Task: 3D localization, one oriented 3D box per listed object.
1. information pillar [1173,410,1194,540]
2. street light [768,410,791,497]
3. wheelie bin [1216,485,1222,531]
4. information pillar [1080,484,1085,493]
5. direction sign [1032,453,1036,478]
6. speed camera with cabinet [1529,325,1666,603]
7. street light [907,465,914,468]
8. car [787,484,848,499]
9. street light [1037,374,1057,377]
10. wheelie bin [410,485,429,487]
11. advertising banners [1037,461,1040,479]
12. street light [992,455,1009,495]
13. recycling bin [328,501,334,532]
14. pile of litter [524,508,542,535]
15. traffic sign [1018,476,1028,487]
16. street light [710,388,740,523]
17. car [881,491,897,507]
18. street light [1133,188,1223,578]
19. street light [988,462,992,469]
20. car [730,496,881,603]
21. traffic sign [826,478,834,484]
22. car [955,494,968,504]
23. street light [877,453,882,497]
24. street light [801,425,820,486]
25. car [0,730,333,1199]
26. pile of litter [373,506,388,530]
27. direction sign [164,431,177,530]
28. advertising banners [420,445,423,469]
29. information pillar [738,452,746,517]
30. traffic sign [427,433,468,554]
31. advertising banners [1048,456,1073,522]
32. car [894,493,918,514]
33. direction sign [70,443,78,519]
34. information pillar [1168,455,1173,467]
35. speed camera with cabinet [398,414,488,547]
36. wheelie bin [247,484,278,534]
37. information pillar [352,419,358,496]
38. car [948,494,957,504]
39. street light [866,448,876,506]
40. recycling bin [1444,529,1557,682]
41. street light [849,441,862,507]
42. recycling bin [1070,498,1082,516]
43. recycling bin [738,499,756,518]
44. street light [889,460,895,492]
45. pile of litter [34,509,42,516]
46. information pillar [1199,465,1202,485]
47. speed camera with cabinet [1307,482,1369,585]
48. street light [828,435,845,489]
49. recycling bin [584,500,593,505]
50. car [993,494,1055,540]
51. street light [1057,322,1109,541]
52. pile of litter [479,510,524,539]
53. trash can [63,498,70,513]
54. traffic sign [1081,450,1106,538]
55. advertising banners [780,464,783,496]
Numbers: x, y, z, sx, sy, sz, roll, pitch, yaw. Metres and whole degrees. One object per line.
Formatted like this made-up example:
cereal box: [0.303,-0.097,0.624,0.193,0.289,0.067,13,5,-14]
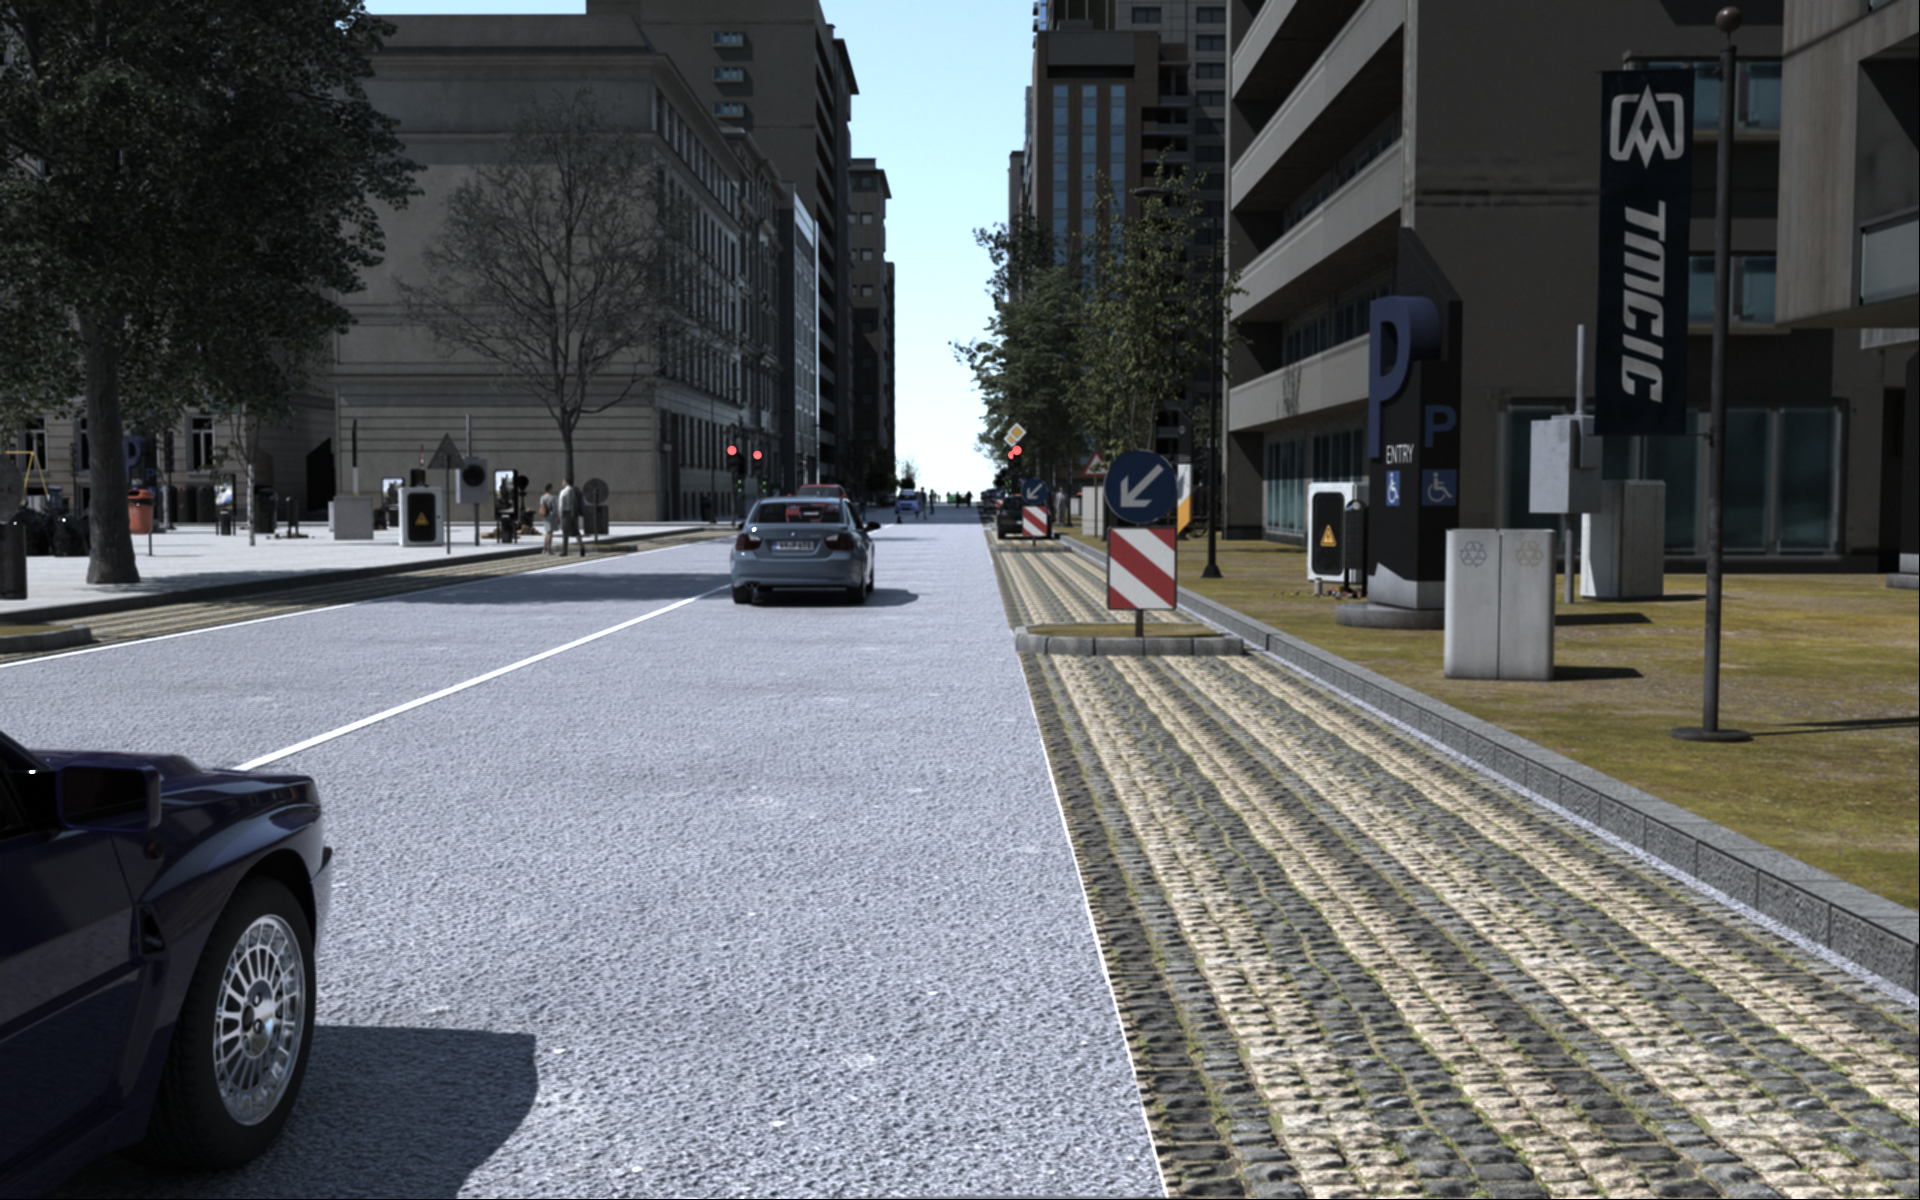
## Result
information pillar: [6.233,-3.462,47.962,0.504,3.616,0.183,3,5,45]
street light: [-10.056,-7.539,95.808,1.470,5.913,1.316,0,4,0]
wheelie bin: [9.046,-3.177,59.853,0.980,1.594,0.693,-1,4,-13]
information pillar: [9.026,-7.543,127.824,0.304,2.012,0.304,0,4,-4]
direction sign: [4.108,-6.357,95.939,0.379,3.537,0.876,1,4,14]
speed camera with cabinet: [7.712,-1.624,20.892,2.038,3.252,0.660,-3,4,-37]
street light: [-8.514,-19.799,296.254,1.470,5.913,1.316,0,4,0]
car: [-5.243,-3.423,64.634,2.281,1.827,5.304,0,4,2]
street light: [3.685,-5.778,67.008,1.470,5.913,1.316,0,4,0]
wheelie bin: [-18.320,-3.113,58.809,0.980,1.594,0.693,0,4,-2]
advertising banners: [4.433,-5.940,93.303,0.090,3.025,2.074,1,4,20]
street light: [4.833,-14.329,206.814,1.470,5.913,1.316,0,4,0]
recycling bin: [-21.074,-2.853,59.198,0.722,1.027,0.722,1,4,10]
pile of litter: [-13.730,-2.463,54.232,1.176,0.858,1.719,-3,4,-39]
traffic sign: [4.511,-7.609,124.516,0.768,2.556,0.104,0,4,4]
street light: [-10.272,-6.308,75.670,1.470,5.913,1.316,0,4,0]
car: [-7.701,-11.102,190.321,1.959,1.807,4.718,0,4,1]
street light: [3.328,-3.297,26.447,1.470,5.913,1.316,0,4,0]
street light: [5.130,-16.953,249.717,1.470,5.913,1.316,0,4,0]
car: [-2.120,-0.732,23.976,2.014,1.417,4.499,0,4,0]
traffic sign: [-10.203,-8.312,135.912,0.884,2.594,0.081,0,4,2]
car: [0.416,-12.878,220.780,2.015,1.641,3.980,0,4,0]
street light: [-9.449,-13.549,194.072,1.470,5.913,1.316,0,4,0]
street light: [-10.085,-8.790,116.259,1.470,5.913,1.316,0,4,0]
car: [-2.391,0.612,2.567,1.945,1.354,3.894,0,4,2]
pile of litter: [-20.989,-2.929,61.849,1.176,0.858,1.719,0,4,-4]
direction sign: [-28.390,-4.296,62.234,0.379,3.537,0.876,0,4,-6]
advertising banners: [-18.781,-3.957,60.887,0.090,3.025,2.074,-2,4,-25]
information pillar: [-11.968,-6.337,94.969,0.504,3.616,0.183,1,4,23]
traffic sign: [-10.911,-2.256,36.885,0.884,2.594,0.081,0,4,2]
advertising banners: [4.595,-5.056,78.854,0.090,3.025,2.074,2,4,35]
car: [-3.905,-7.199,127.291,1.945,1.707,3.694,0,4,-1]
direction sign: [-39.212,-5.181,76.703,0.379,3.537,0.876,-3,5,-43]
information pillar: [12.045,-6.564,98.676,0.183,3.616,0.504,-3,4,-39]
speed camera with cabinet: [-12.675,-2.943,42.449,2.038,3.252,0.660,-2,4,-26]
wheelie bin: [-22.623,-2.960,56.298,0.693,1.594,0.980,3,4,37]
information pillar: [-18.767,-3.818,53.787,0.183,3.616,0.504,-1,4,-12]
car: [-0.736,-14.329,243.081,1.959,1.807,4.718,0,4,-1]
street light: [-9.465,-12.291,173.504,1.470,5.913,1.316,0,4,0]
recycling bin: [3.801,0.020,12.231,0.722,1.027,0.722,1,4,15]
street light: [-9.651,-10.990,152.224,1.470,5.913,1.316,0,4,0]
recycling bin: [7.009,-5.546,103.239,0.722,1.027,0.722,3,5,39]
recycling bin: [-11.245,-4.837,91.637,0.722,1.027,0.722,-3,4,-38]
street light: [-9.136,-14.781,214.210,1.470,5.913,1.316,0,4,0]
pile of litter: [-26.677,-2.185,49.686,1.719,0.858,1.176,-2,4,-35]
information pillar: [19.191,-8.943,137.578,0.183,3.616,0.504,-3,5,-39]
speed camera with cabinet: [5.803,-1.841,24.435,0.660,3.252,2.038,-2,4,-31]
street light: [-9.838,-10.071,137.202,1.470,5.913,1.316,0,4,0]
recycling bin: [-16.529,-3.872,75.862,0.722,1.027,0.722,-2,4,-28]
car: [2.056,-2.805,55.655,2.009,1.686,4.222,0,4,1]
street light: [3.456,-4.546,46.870,1.470,5.913,1.316,0,4,0]
pile of litter: [-13.326,-2.211,50.111,1.176,0.858,1.719,-1,4,-13]
trash can: [-35.088,-3.418,67.542,0.748,1.137,0.748,0,3,0]
traffic sign: [4.009,-3.119,51.001,0.884,2.594,0.081,0,4,7]
advertising banners: [-10.540,-6.445,101.571,0.090,3.025,2.074,0,4,4]
